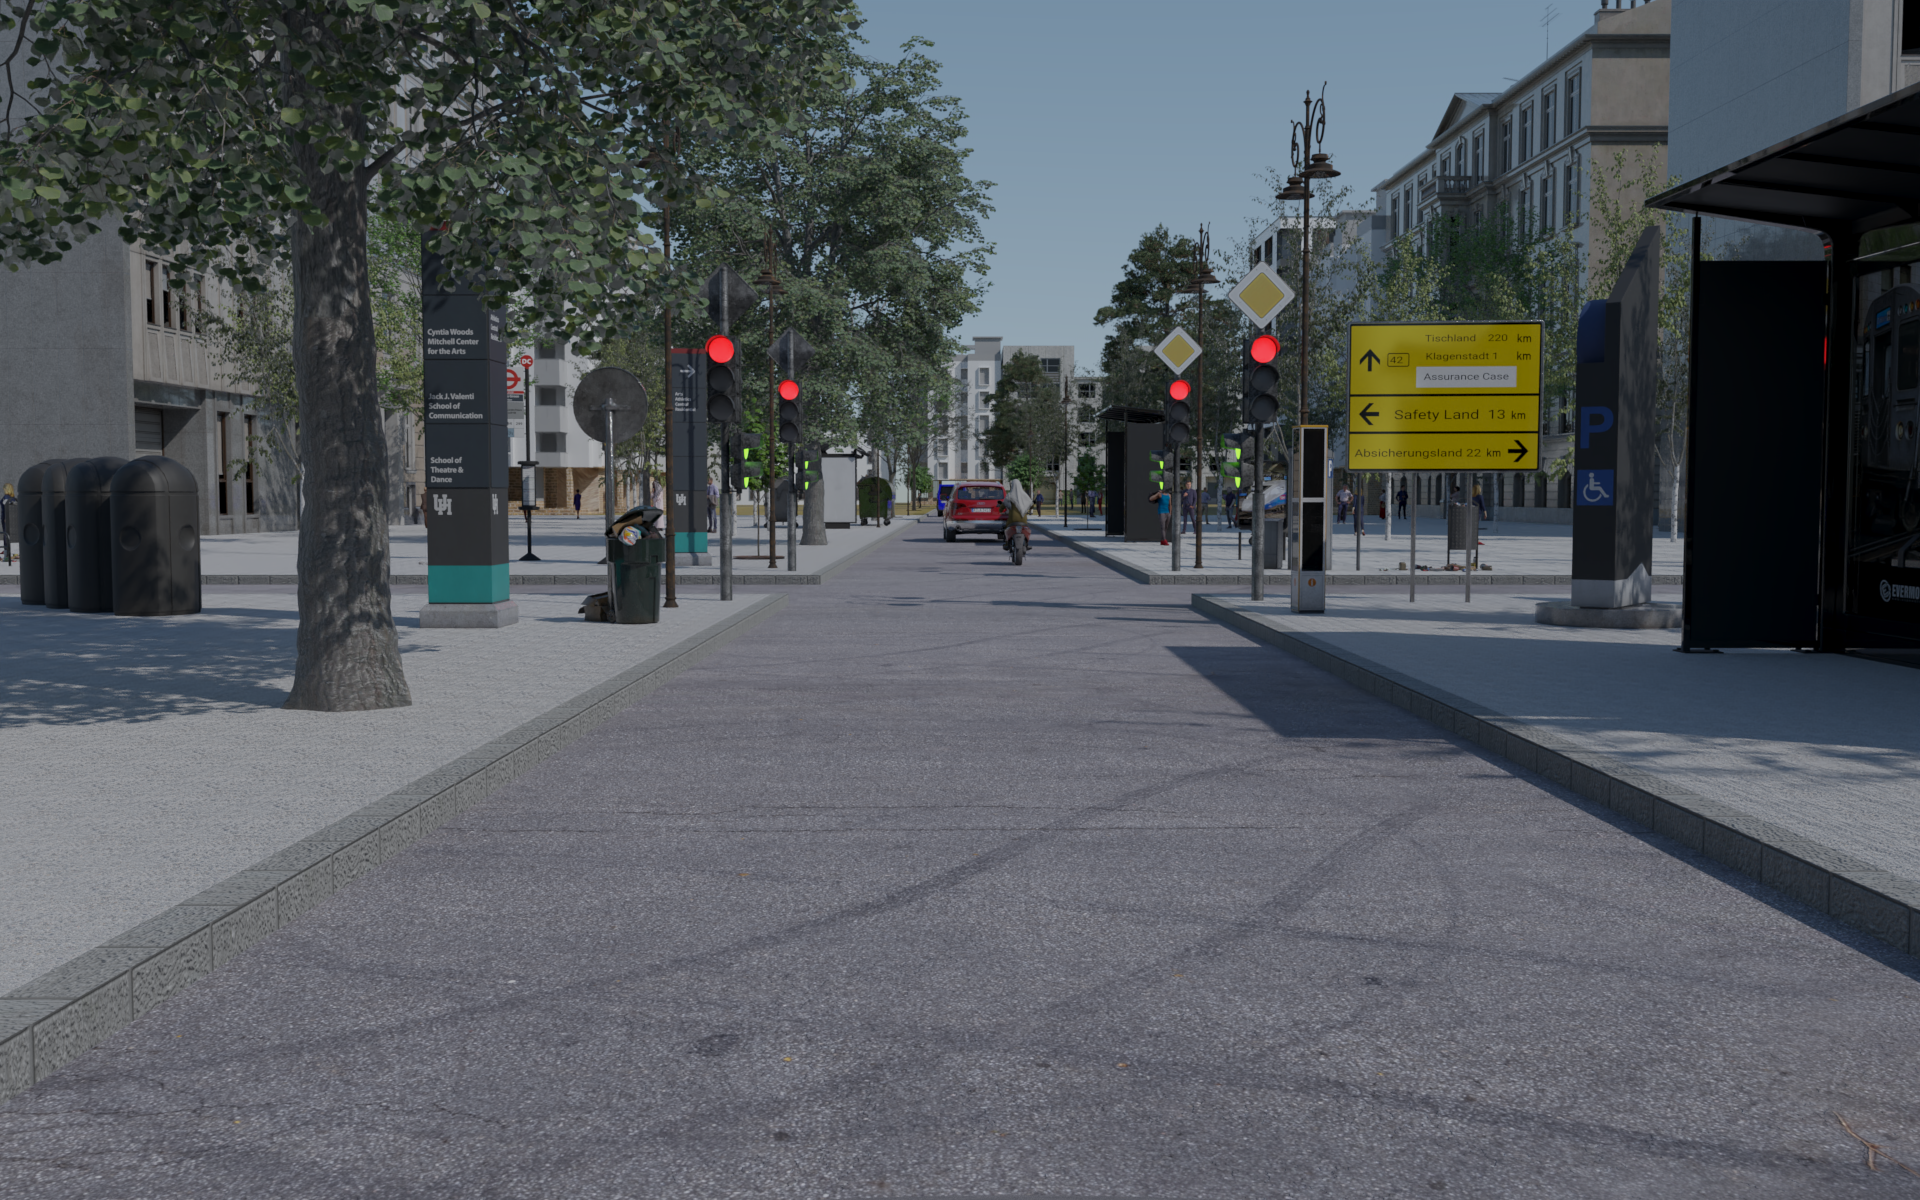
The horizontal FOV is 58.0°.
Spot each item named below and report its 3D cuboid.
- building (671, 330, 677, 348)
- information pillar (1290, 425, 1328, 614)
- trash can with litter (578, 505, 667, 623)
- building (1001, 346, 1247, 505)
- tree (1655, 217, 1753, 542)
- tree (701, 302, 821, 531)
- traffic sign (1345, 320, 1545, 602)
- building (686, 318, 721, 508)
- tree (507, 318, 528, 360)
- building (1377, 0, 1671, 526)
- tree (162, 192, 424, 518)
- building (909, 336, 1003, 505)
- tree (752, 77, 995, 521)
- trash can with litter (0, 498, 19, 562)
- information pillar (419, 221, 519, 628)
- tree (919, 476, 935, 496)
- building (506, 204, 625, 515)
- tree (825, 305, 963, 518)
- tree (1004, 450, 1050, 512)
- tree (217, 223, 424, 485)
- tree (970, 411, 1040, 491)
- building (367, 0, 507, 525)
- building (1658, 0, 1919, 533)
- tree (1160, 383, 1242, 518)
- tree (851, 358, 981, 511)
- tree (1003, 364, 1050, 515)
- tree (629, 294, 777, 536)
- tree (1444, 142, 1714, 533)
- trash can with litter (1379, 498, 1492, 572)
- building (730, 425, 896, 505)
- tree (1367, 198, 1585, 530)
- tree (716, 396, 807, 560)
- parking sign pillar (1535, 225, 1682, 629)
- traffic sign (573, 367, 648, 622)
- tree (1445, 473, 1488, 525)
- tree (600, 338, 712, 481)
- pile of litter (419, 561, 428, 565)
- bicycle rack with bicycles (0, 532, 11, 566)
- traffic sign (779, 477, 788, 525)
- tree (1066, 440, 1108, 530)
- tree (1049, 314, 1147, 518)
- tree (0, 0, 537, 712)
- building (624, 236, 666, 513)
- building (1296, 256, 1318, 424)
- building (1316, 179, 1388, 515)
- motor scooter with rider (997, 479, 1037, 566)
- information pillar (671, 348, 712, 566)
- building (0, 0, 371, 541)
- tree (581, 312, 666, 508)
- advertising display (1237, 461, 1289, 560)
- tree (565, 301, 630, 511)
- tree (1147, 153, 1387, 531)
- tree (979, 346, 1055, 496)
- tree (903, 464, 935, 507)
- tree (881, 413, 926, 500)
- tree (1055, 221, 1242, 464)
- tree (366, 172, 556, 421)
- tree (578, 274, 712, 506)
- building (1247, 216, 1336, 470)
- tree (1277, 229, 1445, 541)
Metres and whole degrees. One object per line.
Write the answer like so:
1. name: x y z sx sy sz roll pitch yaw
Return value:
1. building: -29.819 -16.952 133.583 16.016 20.091 11.380 0 3 0
2. information pillar: 3.752 -0.865 18.630 0.304 2.012 0.304 0 4 -6
3. trash can with litter: -3.427 -0.362 17.301 1.055 1.170 0.624 3 4 39
4. building: 20.907 -21.297 214.664 31.486 18.905 16.747 0 3 0
5. tree: 19.043 -5.860 46.175 4.360 8.622 3.978 0 3 0
6. tree: -6.854 -6.706 59.997 4.737 8.622 4.395 0 3 0
7. traffic sign: 5.693 -1.625 20.434 2.265 3.308 0.079 0 4 5
8. building: -37.911 -17.554 153.462 31.486 18.905 16.747 0 3 0
9. tree: -14.695 -6.100 50.093 4.737 8.622 4.395 0 3 0
10. building: 30.447 -16.360 86.573 14.460 24.649 34.723 0 3 0
11. tree: -14.055 -5.263 36.412 4.360 8.622 3.978 0 3 0
12. building: -0.527 -21.885 214.240 11.380 20.091 16.016 0 3 0
13. tree: -4.800 -13.792 81.390 12.611 20.169 13.585 0 3 0
14. trash can with litter: -18.306 -1.341 32.980 1.678 1.210 2.233 0 4 -4
15. information pillar: -4.782 -1.677 16.791 0.750 3.857 0.750 0 4 1
16. tree: -3.503 -10.675 169.141 1.663 3.219 1.824 0 3 0
17. building: -30.667 -15.510 110.014 16.016 20.091 11.380 0 3 0
18. tree: -3.707 -10.310 94.321 9.928 11.665 9.643 0 3 0
19. tree: 4.863 -8.623 124.703 4.285 4.588 4.351 0 3 0
20. tree: -16.710 -5.791 45.052 4.737 8.622 4.395 0 3 0
21. tree: 4.950 -14.688 174.567 7.601 10.594 8.767 2 4 27
22. building: -29.103 -17.790 76.766 13.634 28.700 20.117 0 3 0
23. building: 33.987 -14.366 52.899 19.932 24.808 12.078 0 3 0
24. tree: 13.670 -8.712 92.801 4.737 8.622 4.395 0 3 0
25. tree: -3.459 -13.555 131.997 12.009 13.543 11.850 0 3 0
26. tree: 5.400 -8.732 93.127 4.360 8.622 3.978 0 3 0
27. tree: -7.156 -6.271 52.888 4.360 8.622 3.978 0 3 0
28. tree: 13.579 -5.262 36.400 4.737 8.622 4.395 0 3 0
29. trash can with litter: 8.060 -1.109 29.185 2.233 1.210 1.678 0 4 -8
30. building: -21.816 -16.453 211.157 28.070 9.664 9.099 0 3 0
31. tree: 18.467 -8.354 62.345 9.928 11.665 9.643 0 3 0
32. tree: -4.097 -2.428 34.304 1.663 3.219 1.824 0 3 0
33. parking sign pillar: 6.464 -1.749 17.064 1.447 3.967 1.447 3 4 36
34. traffic sign: -3.506 -1.056 17.364 0.768 2.556 0.104 0 4 5
35. tree: 20.225 -7.412 71.552 4.360 8.622 3.978 0 3 0
36. tree: -17.192 -9.935 96.842 7.601 10.594 8.767 -1 4 -9
37. pile of litter: -9.203 -1.108 32.078 1.719 0.858 1.176 -1 4 -22
38. bicycle rack with bicycles: -17.833 -1.012 29.935 2.925 0.926 2.852 1 4 17
39. traffic sign: -7.298 -4.367 71.406 0.884 2.594 0.081 0 4 6
40. tree: 4.454 -4.103 61.684 1.663 3.219 1.824 0 3 0
41. tree: 6.648 -7.382 71.050 4.360 8.622 3.978 0 3 0
42. tree: -3.698 -6.320 9.987 9.857 13.997 8.962 0 3 0
43. building: -29.859 -16.232 121.806 16.016 20.091 11.380 0 3 0
44. building: 31.992 -16.195 121.208 16.016 20.091 11.380 0 3 0
45. building: 32.033 -15.500 109.849 16.016 20.091 11.380 0 3 0
46. motor scooter with rider: 1.196 -1.611 35.299 0.876 1.779 1.986 0 4 -1
47. information pillar: -4.898 -2.555 31.147 0.750 3.857 0.750 -1 4 -15
48. building: -28.813 -14.610 56.898 12.078 24.808 19.932 0 3 0
49. tree: -13.014 -7.261 69.083 4.737 8.622 4.395 0 3 0
50. advertising display: 5.864 -1.734 33.565 0.974 1.923 0.123 1 4 10
51. tree: -11.903 -6.896 63.119 4.360 8.622 3.978 0 3 0
52. tree: 7.051 -5.320 37.351 4.360 8.622 3.978 0 3 0
53. tree: 6.013 -14.772 148.952 7.806 13.903 7.818 0 3 0
54. tree: -4.166 -11.573 172.929 4.285 4.588 4.351 0 3 0
55. tree: -4.380 -11.650 140.842 4.360 8.622 3.978 0 3 0
56. tree: 9.871 -10.634 81.291 7.806 13.903 7.818 0 3 0
57. tree: -16.786 -8.023 56.938 9.928 11.665 9.643 0 3 0
58. tree: -15.475 -9.986 85.333 6.751 12.117 7.091 0 3 0
59. building: 37.457 -18.342 143.863 27.936 21.610 32.646 0 3 0
60. tree: 11.589 -5.950 47.653 4.737 8.622 4.395 0 3 0
